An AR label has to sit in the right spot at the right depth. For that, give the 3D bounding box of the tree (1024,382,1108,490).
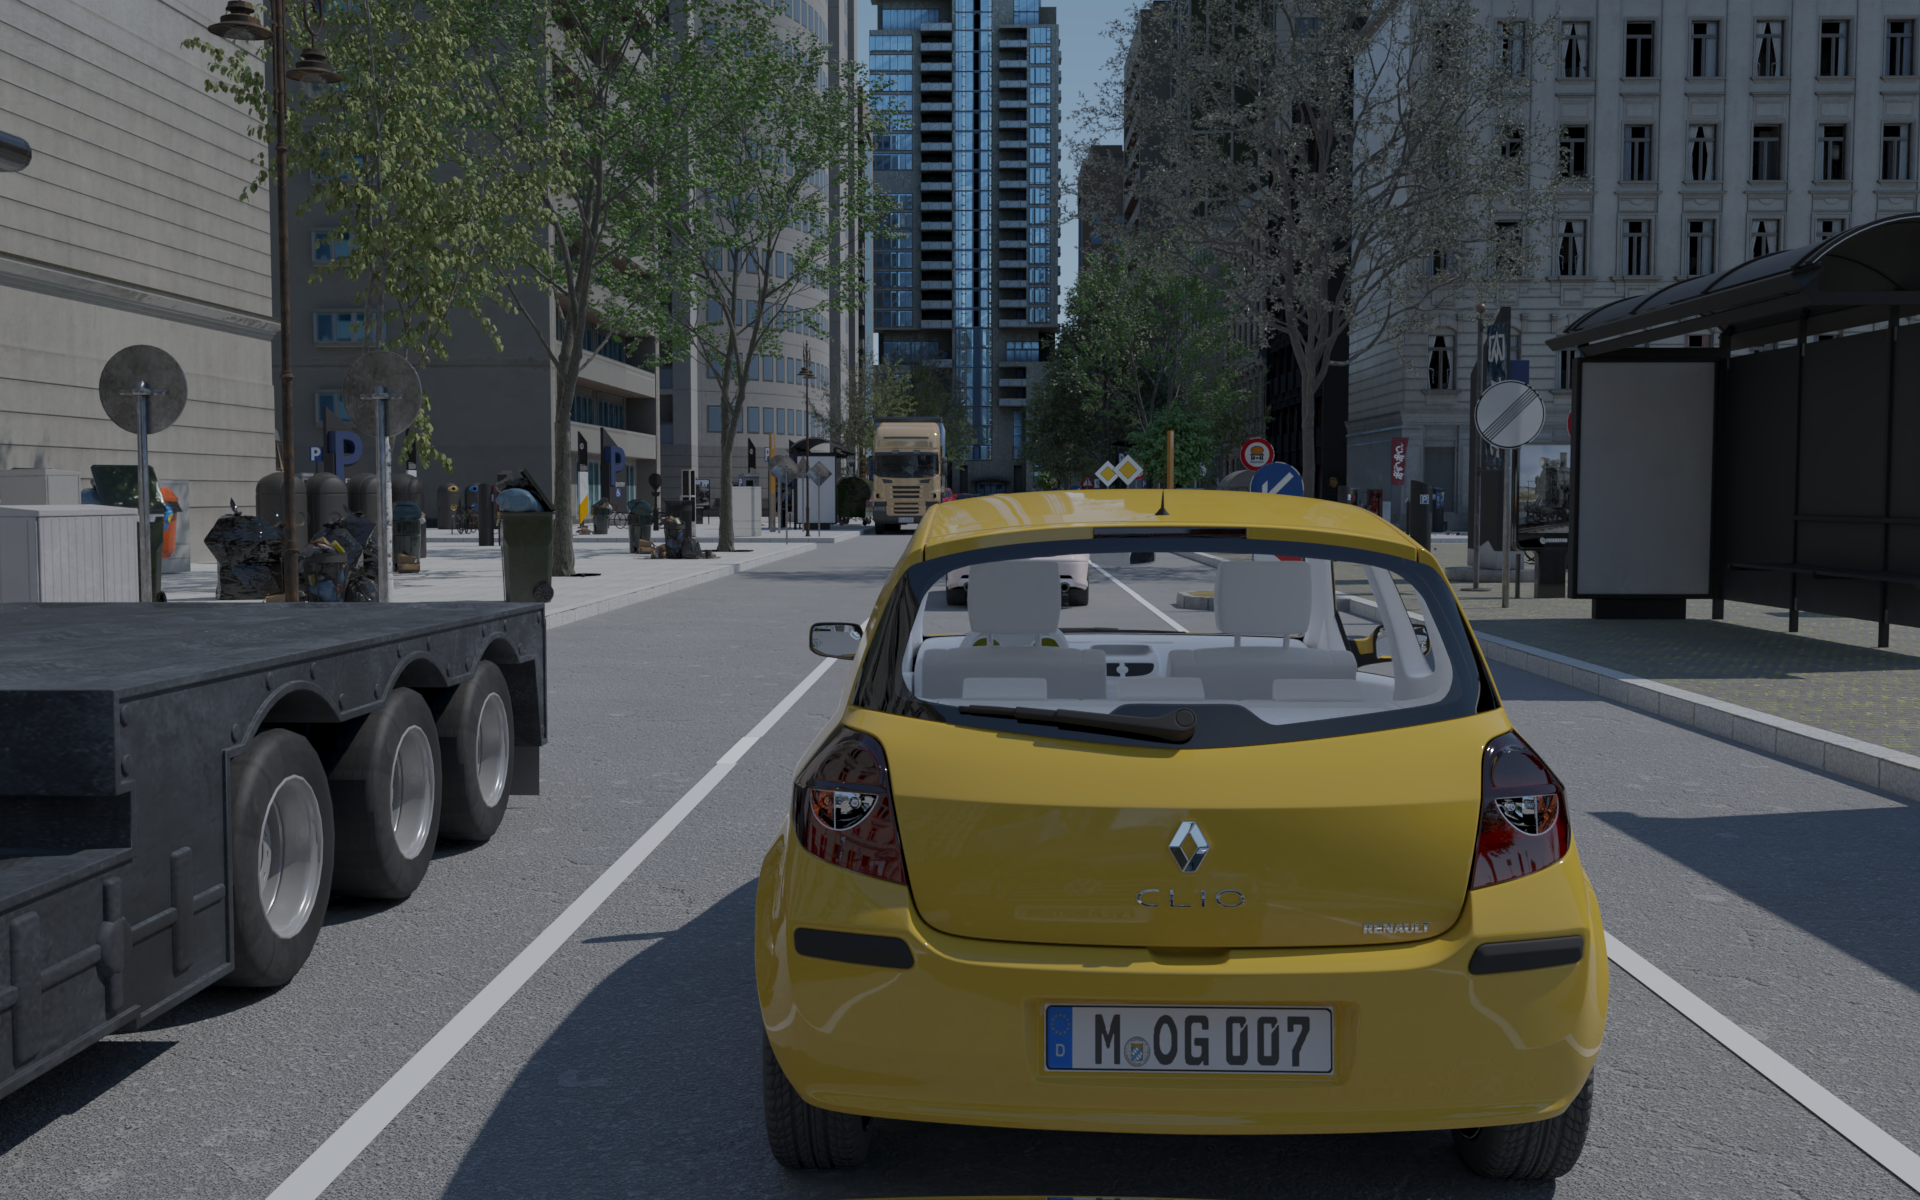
[{"bbox_3d":[8.969,-13.843,144.462,7.486,12.596,7.792,0,3,0],"label":"tree"}]

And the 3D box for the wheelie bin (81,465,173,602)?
[{"bbox_3d":[-9.038,-0.658,18.671,0.693,1.594,0.980,3,5,44],"label":"wheelie bin"}]

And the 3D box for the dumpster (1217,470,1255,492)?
[{"bbox_3d":[6.925,-2.193,41.619,1.264,1.857,1.865,0,4,1],"label":"dumpster"}]

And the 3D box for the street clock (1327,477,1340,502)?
[{"bbox_3d":[15.688,-4.176,72.840,0.471,2.002,0.358,2,4,33],"label":"street clock"}]

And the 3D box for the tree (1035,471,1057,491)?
[{"bbox_3d":[10.255,-13.348,201.951,4.285,4.588,4.351,0,3,0],"label":"tree"}]

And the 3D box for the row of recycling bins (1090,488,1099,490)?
[{"bbox_3d":[9.470,-6.605,115.100,1.069,1.692,3.534,2,4,27],"label":"row of recycling bins"}]

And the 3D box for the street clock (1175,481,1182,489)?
[{"bbox_3d":[9.485,-4.321,75.211,0.471,2.002,0.358,-1,4,-20],"label":"street clock"}]

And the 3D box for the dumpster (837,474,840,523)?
[{"bbox_3d":[-5.841,-4.523,76.445,1.502,2.255,1.985,0,4,1],"label":"dumpster"}]

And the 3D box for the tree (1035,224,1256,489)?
[{"bbox_3d":[7.538,-8.639,67.010,9.928,11.665,9.643,0,3,0],"label":"tree"}]

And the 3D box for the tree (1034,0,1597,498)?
[{"bbox_3d":[6.595,-7.459,32.332,12.009,13.543,11.850,0,3,0],"label":"tree"}]

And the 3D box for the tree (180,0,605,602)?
[{"bbox_3d":[-6.194,-4.212,19.230,4.737,8.622,4.395,0,3,0],"label":"tree"}]

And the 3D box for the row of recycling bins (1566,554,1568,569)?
[{"bbox_3d":[11.303,-1.311,28.547,1.069,1.692,3.534,-1,4,-23],"label":"row of recycling bins"}]

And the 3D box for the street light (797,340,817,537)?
[{"bbox_3d":[-4.599,-4.855,52.162,0.468,5.910,1.993,0,4,1],"label":"street light"}]

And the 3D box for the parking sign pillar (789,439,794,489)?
[{"bbox_3d":[-7.718,-5.890,84.766,1.447,3.967,1.447,0,4,-4],"label":"parking sign pillar"}]

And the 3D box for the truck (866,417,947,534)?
[{"bbox_3d":[-1.850,-4.662,65.142,2.839,4.237,11.283,0,4,0],"label":"truck"}]

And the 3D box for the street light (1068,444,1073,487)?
[{"bbox_3d":[8.079,-9.400,126.473,0.468,5.910,1.993,0,4,1],"label":"street light"}]

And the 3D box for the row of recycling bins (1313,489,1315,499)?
[{"bbox_3d":[11.448,-3.440,63.362,3.534,1.692,1.069,-2,4,-23],"label":"row of recycling bins"}]

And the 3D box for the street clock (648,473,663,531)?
[{"bbox_3d":[-10.623,-3.420,60.490,0.471,2.002,0.358,0,4,-1],"label":"street clock"}]

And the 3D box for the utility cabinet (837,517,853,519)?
[{"bbox_3d":[-6.043,-4.865,90.698,1.020,1.237,0.306,3,5,43],"label":"utility cabinet"}]

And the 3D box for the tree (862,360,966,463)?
[{"bbox_3d":[-3.125,-11.325,119.583,7.601,10.594,8.767,-1,4,-18],"label":"tree"}]

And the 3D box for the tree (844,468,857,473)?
[{"bbox_3d":[-6.877,-7.207,112.433,1.663,3.219,1.824,0,3,0],"label":"tree"}]

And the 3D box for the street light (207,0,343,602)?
[{"bbox_3d":[-5.487,-2.525,14.072,0.468,5.910,1.993,0,4,1],"label":"street light"}]

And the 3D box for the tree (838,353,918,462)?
[{"bbox_3d":[-4.117,-8.522,89.698,4.737,8.622,4.395,0,3,0],"label":"tree"}]

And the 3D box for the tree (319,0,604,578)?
[{"bbox_3d":[-6.034,-6.172,26.666,9.928,11.665,9.643,0,3,0],"label":"tree"}]

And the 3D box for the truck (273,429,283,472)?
[{"bbox_3d":[-23.134,-3.200,48.240,9.791,3.379,3.469,0,4,0],"label":"truck"}]

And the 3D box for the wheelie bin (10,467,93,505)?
[{"bbox_3d":[-11.179,-0.797,20.945,0.693,1.594,0.980,1,4,15],"label":"wheelie bin"}]

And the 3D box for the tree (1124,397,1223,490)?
[{"bbox_3d":[7.307,-4.571,58.448,4.285,4.588,4.351,0,3,0],"label":"tree"}]

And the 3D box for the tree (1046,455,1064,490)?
[{"bbox_3d":[10.650,-15.043,196.316,4.360,8.622,3.978,0,3,0],"label":"tree"}]

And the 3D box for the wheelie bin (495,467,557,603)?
[{"bbox_3d":[-5.155,-0.773,20.539,0.693,1.594,0.980,-1,4,-18],"label":"wheelie bin"}]

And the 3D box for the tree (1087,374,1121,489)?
[{"bbox_3d":[8.521,-9.102,99.177,4.737,8.622,4.395,0,3,0],"label":"tree"}]

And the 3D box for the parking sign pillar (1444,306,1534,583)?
[{"bbox_3d":[7.946,-2.272,25.617,1.447,3.967,1.447,0,4,-2],"label":"parking sign pillar"}]

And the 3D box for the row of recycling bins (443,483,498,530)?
[{"bbox_3d":[-17.203,-3.420,63.032,3.534,1.692,1.069,-1,4,-11],"label":"row of recycling bins"}]

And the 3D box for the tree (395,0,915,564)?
[{"bbox_3d":[-5.022,-6.874,38.145,9.928,11.665,9.643,0,3,0],"label":"tree"}]

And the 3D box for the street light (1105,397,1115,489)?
[{"bbox_3d":[7.091,-6.695,82.251,0.468,5.910,1.993,0,4,1],"label":"street light"}]

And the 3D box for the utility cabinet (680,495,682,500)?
[{"bbox_3d":[-12.381,-4.198,79.803,1.020,1.237,0.306,1,4,19],"label":"utility cabinet"}]

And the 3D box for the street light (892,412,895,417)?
[{"bbox_3d":[-3.711,-7.595,96.968,0.468,5.910,1.993,0,4,1],"label":"street light"}]

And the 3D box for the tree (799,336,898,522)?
[{"bbox_3d":[-5.054,-7.952,80.375,4.360,8.622,3.978,0,3,0],"label":"tree"}]

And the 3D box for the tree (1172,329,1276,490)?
[{"bbox_3d":[11.816,-7.799,77.882,4.737,8.622,4.395,0,3,0],"label":"tree"}]

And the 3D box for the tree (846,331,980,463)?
[{"bbox_3d":[-3.576,-13.486,130.862,12.009,13.543,11.850,0,3,0],"label":"tree"}]

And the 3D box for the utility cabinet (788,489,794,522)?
[{"bbox_3d":[-7.632,-4.304,79.048,1.173,1.500,0.318,3,5,41],"label":"utility cabinet"}]

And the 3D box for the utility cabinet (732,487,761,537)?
[{"bbox_3d":[-6.489,-2.638,51.803,0.318,1.500,1.173,3,5,41],"label":"utility cabinet"}]

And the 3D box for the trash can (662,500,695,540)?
[{"bbox_3d":[-6.573,-1.763,40.480,0.748,1.137,0.748,0,3,0],"label":"trash can"}]

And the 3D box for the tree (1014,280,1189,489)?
[{"bbox_3d":[7.559,-10.590,90.149,9.611,12.733,9.660,0,3,0],"label":"tree"}]

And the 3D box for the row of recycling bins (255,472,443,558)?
[{"bbox_3d":[-11.859,-1.612,33.472,1.069,1.692,3.534,2,4,35],"label":"row of recycling bins"}]

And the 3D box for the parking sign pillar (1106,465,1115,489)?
[{"bbox_3d":[8.970,-6.960,102.269,1.447,3.967,1.447,1,4,11],"label":"parking sign pillar"}]

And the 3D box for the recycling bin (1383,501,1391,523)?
[{"bbox_3d":[14.320,-2.850,59.145,0.722,1.027,0.722,1,4,11],"label":"recycling bin"}]
